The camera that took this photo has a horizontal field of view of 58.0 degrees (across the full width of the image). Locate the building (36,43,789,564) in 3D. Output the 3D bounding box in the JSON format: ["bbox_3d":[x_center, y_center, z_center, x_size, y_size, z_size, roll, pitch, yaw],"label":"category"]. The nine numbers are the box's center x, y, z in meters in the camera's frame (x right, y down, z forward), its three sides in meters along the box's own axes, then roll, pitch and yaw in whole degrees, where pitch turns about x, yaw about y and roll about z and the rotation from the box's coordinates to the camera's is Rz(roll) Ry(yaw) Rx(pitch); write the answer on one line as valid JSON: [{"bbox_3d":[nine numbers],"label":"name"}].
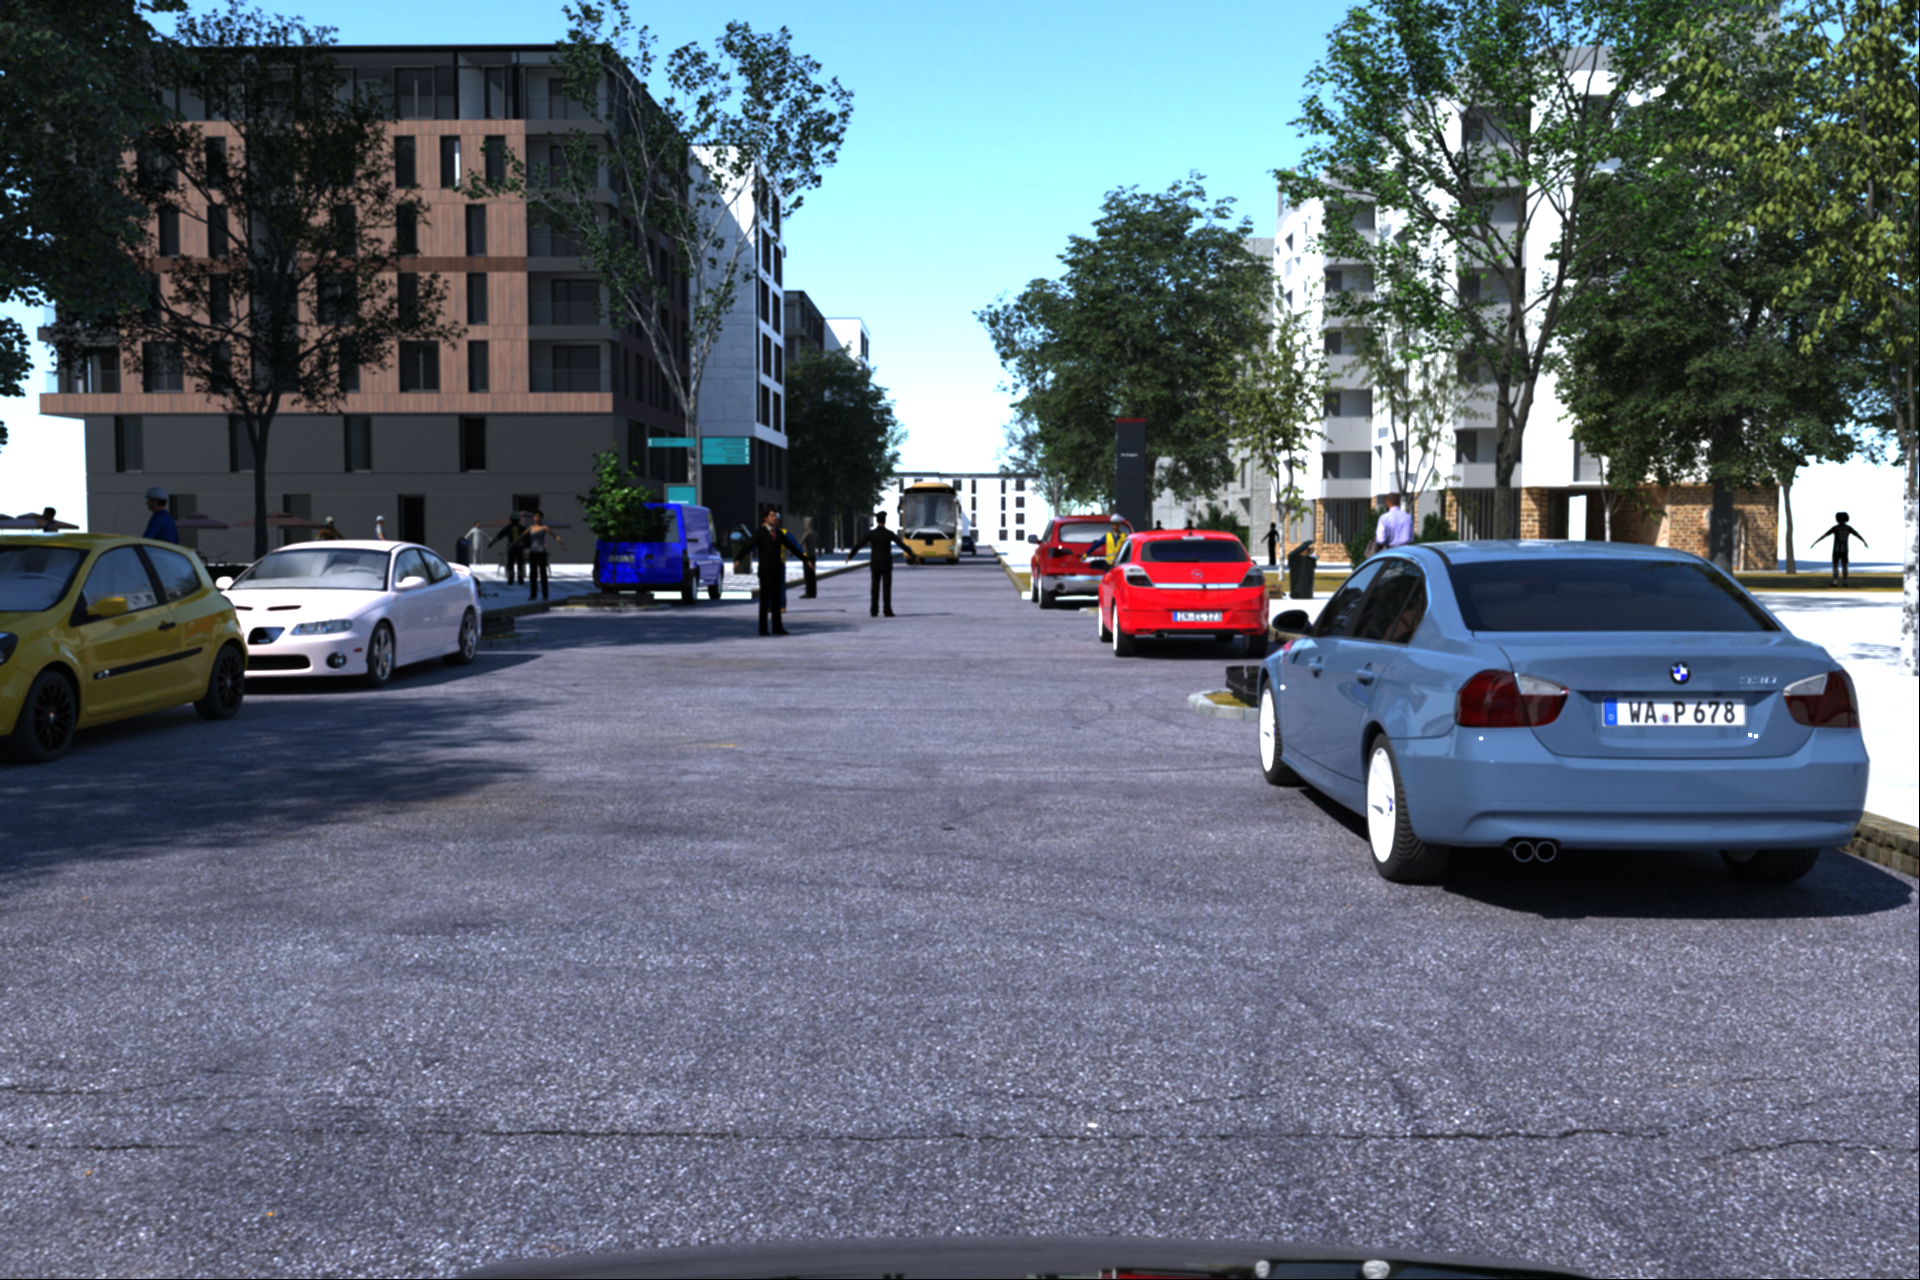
[{"bbox_3d":[-24.755,-14.991,89.079,27.936,21.610,32.646,0,4,1],"label":"building"}]

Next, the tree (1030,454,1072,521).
[{"bbox_3d":[7.217,-11.747,142.419,4.360,8.622,3.978,0,3,0],"label":"tree"}]

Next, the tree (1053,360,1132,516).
[{"bbox_3d":[6.115,-7.414,71.574,4.360,8.622,3.978,0,3,0],"label":"tree"}]

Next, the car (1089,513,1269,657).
[{"bbox_3d":[2.717,-0.773,21.673,2.155,1.783,4.494,0,4,1],"label":"car"}]

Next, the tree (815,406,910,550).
[{"bbox_3d":[-8.156,-12.994,138.201,9.928,11.665,9.643,0,3,0],"label":"tree"}]

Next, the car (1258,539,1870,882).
[{"bbox_3d":[2.610,0.219,8.428,2.014,1.417,4.499,0,4,0],"label":"car"}]

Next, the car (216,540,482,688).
[{"bbox_3d":[-6.294,-0.323,17.645,2.083,1.381,4.827,0,4,0],"label":"car"}]

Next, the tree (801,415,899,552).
[{"bbox_3d":[-8.572,-11.787,127.129,8.767,10.594,7.601,0,4,4],"label":"tree"}]

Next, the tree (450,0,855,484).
[{"bbox_3d":[-10.730,-12.540,60.924,12.611,20.169,13.585,0,3,0],"label":"tree"}]

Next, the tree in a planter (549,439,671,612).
[{"bbox_3d":[-6.533,-2.166,32.636,1.991,3.239,1.994,0,4,1],"label":"tree in a planter"}]

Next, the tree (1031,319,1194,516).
[{"bbox_3d":[7.077,-9.387,79.232,9.928,11.665,9.643,0,3,0],"label":"tree"}]

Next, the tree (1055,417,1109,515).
[{"bbox_3d":[7.276,-9.242,101.469,4.737,8.622,4.395,0,3,0],"label":"tree"}]

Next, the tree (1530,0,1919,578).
[{"bbox_3d":[18.273,-8.242,41.418,9.857,13.997,8.962,0,3,0],"label":"tree"}]

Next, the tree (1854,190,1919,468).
[{"bbox_3d":[27.592,-7.839,46.292,7.486,12.596,7.792,0,3,0],"label":"tree"}]

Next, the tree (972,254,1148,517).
[{"bbox_3d":[7.478,-16.014,117.710,12.611,20.169,13.585,0,3,0],"label":"tree"}]

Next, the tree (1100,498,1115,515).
[{"bbox_3d":[22.356,-18.274,233.187,7.601,10.594,8.767,1,4,9],"label":"tree"}]

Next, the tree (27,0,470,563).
[{"bbox_3d":[-12.490,-5.856,30.151,8.767,10.594,7.601,1,4,9],"label":"tree"}]

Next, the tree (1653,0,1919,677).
[{"bbox_3d":[8.415,-3.967,15.221,4.737,8.622,4.395,0,3,0],"label":"tree"}]

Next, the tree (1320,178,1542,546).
[{"bbox_3d":[9.060,-5.217,35.655,4.360,8.622,3.978,0,3,0],"label":"tree"}]

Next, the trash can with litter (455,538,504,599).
[{"bbox_3d":[-9.949,-1.489,35.402,1.678,1.210,2.233,0,4,0],"label":"trash can with litter"}]

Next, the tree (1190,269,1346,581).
[{"bbox_3d":[8.642,-5.923,47.210,4.737,8.622,4.395,0,3,0],"label":"tree"}]

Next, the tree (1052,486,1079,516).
[{"bbox_3d":[14.810,-17.166,231.025,4.360,8.622,3.978,0,3,0],"label":"tree"}]

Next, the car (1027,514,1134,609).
[{"bbox_3d":[2.516,-1.591,34.689,2.281,1.827,5.304,0,4,0],"label":"car"}]

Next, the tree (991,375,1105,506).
[{"bbox_3d":[7.389,-13.584,132.463,12.009,13.543,11.850,0,3,0],"label":"tree"}]

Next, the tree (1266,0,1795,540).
[{"bbox_3d":[8.898,-6.230,27.616,9.928,11.665,9.643,0,3,0],"label":"tree"}]

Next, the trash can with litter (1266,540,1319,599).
[{"bbox_3d":[6.495,-1.387,34.069,1.055,1.170,0.624,0,4,1],"label":"trash can with litter"}]

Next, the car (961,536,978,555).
[{"bbox_3d":[0.254,-6.527,119.298,1.945,1.354,3.894,0,4,1],"label":"car"}]

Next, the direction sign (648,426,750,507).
[{"bbox_3d":[-6.433,-3.342,43.410,2.525,3.948,1.411,0,4,2],"label":"direction sign"}]

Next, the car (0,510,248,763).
[{"bbox_3d":[-6.523,-0.113,12.069,2.015,1.641,3.980,0,4,1],"label":"car"}]

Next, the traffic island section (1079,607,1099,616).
[{"bbox_3d":[3.146,-0.498,31.008,1.991,0.108,1.994,0,4,1],"label":"traffic island section"}]

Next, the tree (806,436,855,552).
[{"bbox_3d":[-8.410,-10.427,120.847,4.360,8.622,3.978,0,3,0],"label":"tree"}]

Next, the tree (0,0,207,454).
[{"bbox_3d":[-13.048,-6.873,19.037,9.857,13.997,8.962,0,3,0],"label":"tree"}]

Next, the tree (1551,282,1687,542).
[{"bbox_3d":[18.958,-6.101,50.112,4.737,8.622,4.395,0,3,0],"label":"tree"}]

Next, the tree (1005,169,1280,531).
[{"bbox_3d":[6.467,-9.446,61.094,9.857,13.997,8.962,0,3,0],"label":"tree"}]

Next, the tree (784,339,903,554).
[{"bbox_3d":[-8.633,-12.577,112.296,9.857,13.997,8.962,0,3,0],"label":"tree"}]

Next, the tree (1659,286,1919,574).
[{"bbox_3d":[26.553,-7.393,55.285,8.767,10.594,7.601,0,4,2],"label":"tree"}]
